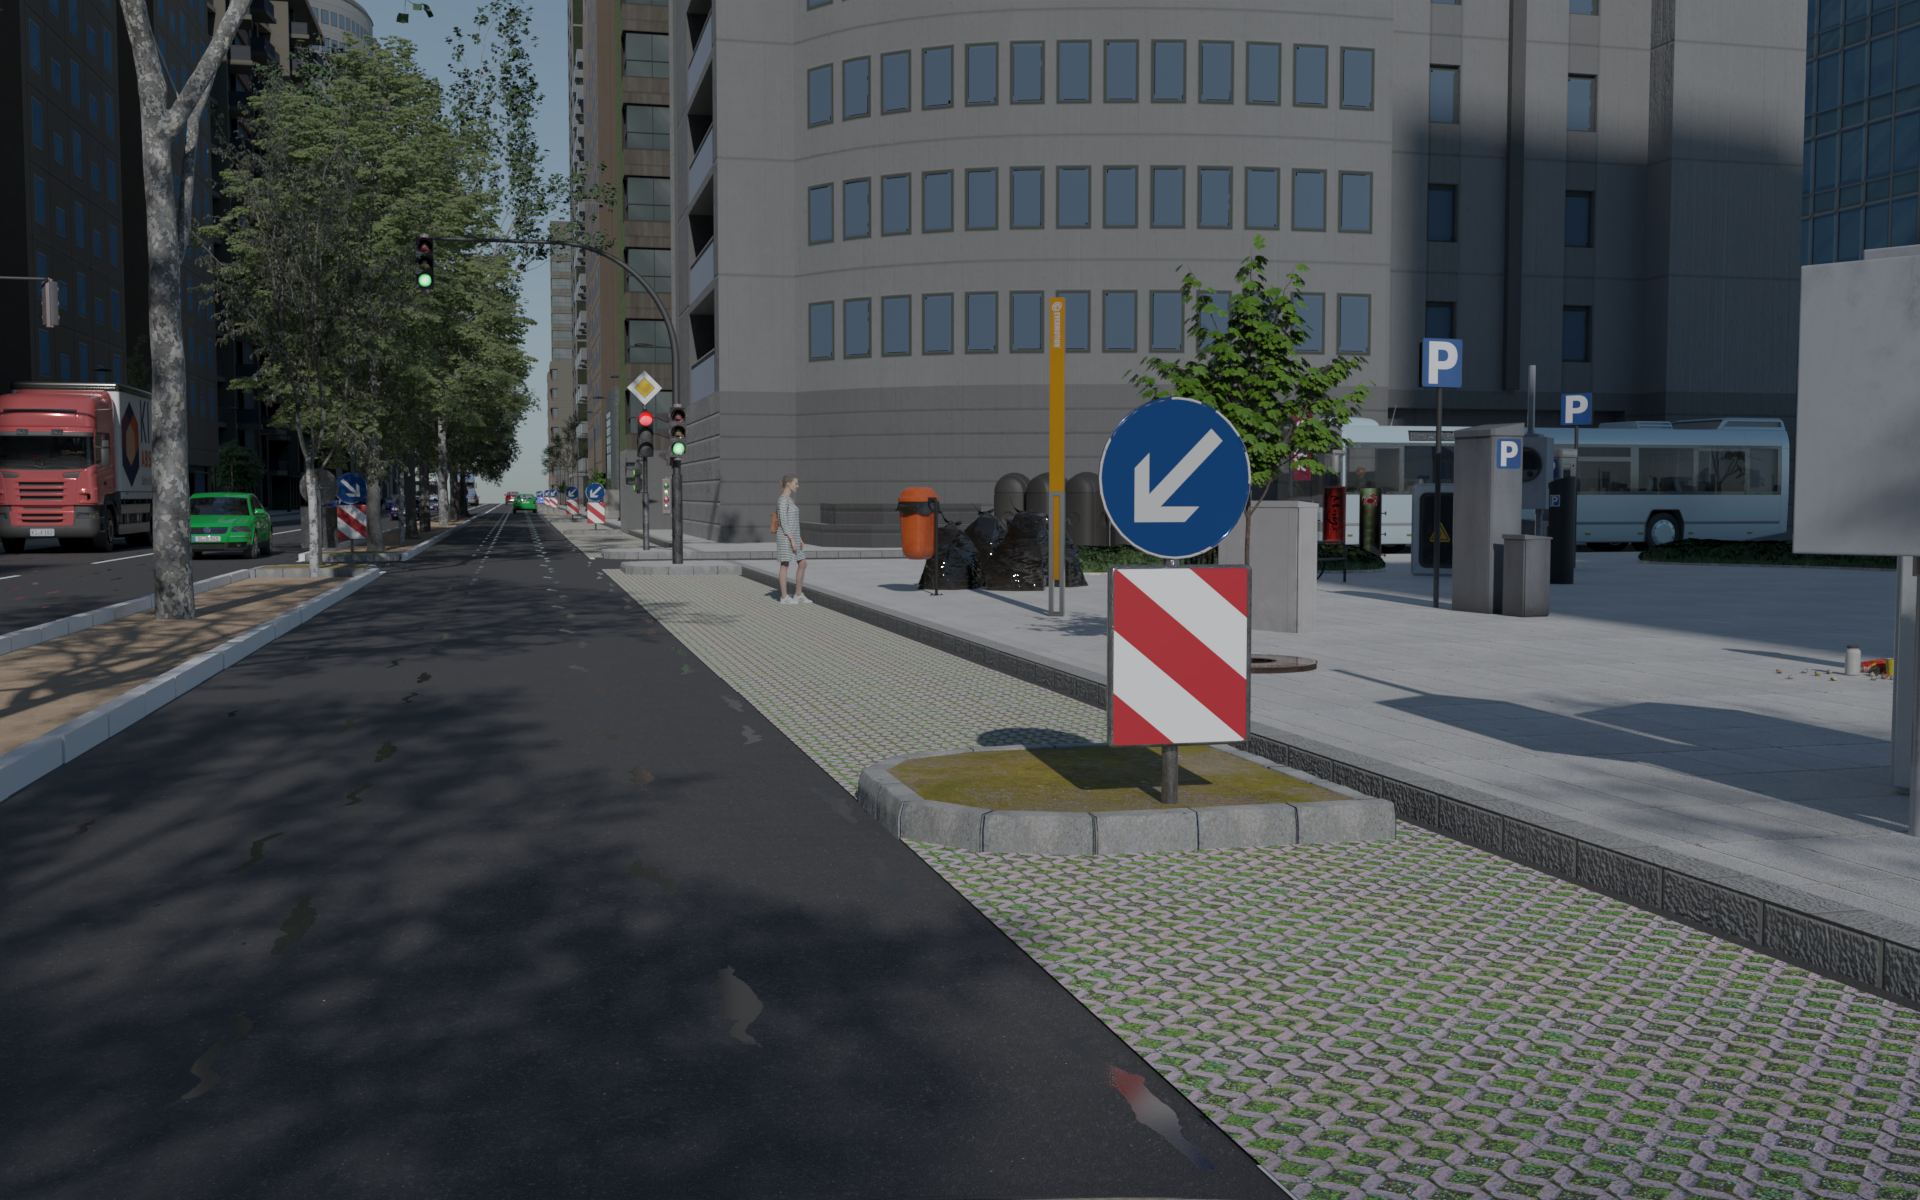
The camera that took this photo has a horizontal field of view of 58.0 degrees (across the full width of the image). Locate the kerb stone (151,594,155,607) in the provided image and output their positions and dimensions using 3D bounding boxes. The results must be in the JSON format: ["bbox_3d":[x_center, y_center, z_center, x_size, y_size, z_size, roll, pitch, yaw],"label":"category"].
[{"bbox_3d":[-10.265,0.008,22.083,0.120,0.150,1.000,-1,4,-14],"label":"kerb stone"}]

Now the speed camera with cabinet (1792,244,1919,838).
[{"bbox_3d":[4.117,-0.780,7.084,2.038,3.252,0.660,-3,5,-42],"label":"speed camera with cabinet"}]

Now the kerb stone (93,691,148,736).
[{"bbox_3d":[-5.190,0.705,10.668,0.120,0.150,1.000,-1,4,-14],"label":"kerb stone"}]

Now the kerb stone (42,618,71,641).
[{"bbox_3d":[-9.003,0.315,17.108,0.120,0.150,1.000,-1,4,-14],"label":"kerb stone"}]

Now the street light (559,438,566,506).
[{"bbox_3d":[-31.987,-10.392,142.452,1.470,5.913,1.316,-1,4,-14],"label":"street light"}]

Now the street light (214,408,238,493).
[{"bbox_3d":[-39.475,-7.371,93.057,1.470,5.913,1.316,-1,4,-14],"label":"street light"}]

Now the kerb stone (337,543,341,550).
[{"bbox_3d":[-15.711,-1.301,43.473,0.120,0.150,1.000,-1,4,-14],"label":"kerb stone"}]

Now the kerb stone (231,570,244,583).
[{"bbox_3d":[-11.782,-0.357,28.040,0.120,0.150,1.000,-1,4,-14],"label":"kerb stone"}]

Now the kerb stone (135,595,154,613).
[{"bbox_3d":[-10.015,0.073,21.085,0.120,0.150,1.000,-1,4,-14],"label":"kerb stone"}]

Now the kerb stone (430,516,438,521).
[{"bbox_3d":[-28.875,-4.458,95.130,0.120,0.150,1.000,-1,4,-14],"label":"kerb stone"}]

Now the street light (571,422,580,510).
[{"bbox_3d":[-24.108,-8.516,111.781,1.470,5.913,1.316,-1,4,-14],"label":"street light"}]

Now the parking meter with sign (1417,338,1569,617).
[{"bbox_3d":[5.698,-1.375,18.738,0.543,3.016,1.738,-1,4,-22],"label":"parking meter with sign"}]

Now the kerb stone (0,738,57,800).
[{"bbox_3d":[-4.694,0.832,8.678,0.120,0.150,1.000,-1,4,-14],"label":"kerb stone"}]

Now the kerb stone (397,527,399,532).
[{"bbox_3d":[-21.025,-2.576,64.334,0.120,0.150,1.000,-1,4,-14],"label":"kerb stone"}]

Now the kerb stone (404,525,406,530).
[{"bbox_3d":[-22.039,-2.821,68.321,0.120,0.150,1.000,-1,4,-14],"label":"kerb stone"}]

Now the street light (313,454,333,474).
[{"bbox_3d":[-50.988,-10.127,138.115,1.470,5.913,1.316,-1,4,-14],"label":"street light"}]

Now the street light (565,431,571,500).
[{"bbox_3d":[-28.182,-9.508,128.001,1.470,5.913,1.316,-1,4,-14],"label":"street light"}]

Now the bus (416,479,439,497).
[{"bbox_3d":[-62.952,-12.899,205.754,2.948,3.499,13.247,-1,4,-13],"label":"bus"}]

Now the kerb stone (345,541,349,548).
[{"bbox_3d":[-16.217,-1.422,45.456,0.120,0.150,1.000,-1,4,-14],"label":"kerb stone"}]

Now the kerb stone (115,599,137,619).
[{"bbox_3d":[-9.748,0.129,20.090,0.120,0.150,1.000,-1,4,-14],"label":"kerb stone"}]

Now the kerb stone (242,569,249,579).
[{"bbox_3d":[-12.037,-0.416,29.031,0.120,0.150,1.000,-1,4,-14],"label":"kerb stone"}]

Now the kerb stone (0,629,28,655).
[{"bbox_3d":[-8.744,0.372,16.106,0.120,0.150,1.000,-1,4,-14],"label":"kerb stone"}]

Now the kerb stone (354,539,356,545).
[{"bbox_3d":[-16.725,-1.544,47.436,0.120,0.150,1.000,-1,4,-14],"label":"kerb stone"}]

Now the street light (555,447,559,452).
[{"bbox_3d":[-35.763,-11.316,157.557,1.470,5.913,1.316,-1,4,-14],"label":"street light"}]

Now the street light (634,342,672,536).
[{"bbox_3d":[-9.288,-4.940,53.315,1.470,5.913,1.316,-1,4,-14],"label":"street light"}]

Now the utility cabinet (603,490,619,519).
[{"bbox_3d":[-18.008,-4.952,89.643,0.318,1.500,1.173,1,4,22],"label":"utility cabinet"}]

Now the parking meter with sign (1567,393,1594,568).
[{"bbox_3d":[10.119,-2.030,29.450,0.543,3.016,1.738,3,5,43],"label":"parking meter with sign"}]

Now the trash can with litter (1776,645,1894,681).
[{"bbox_3d":[6.854,-0.034,11.620,1.678,1.210,2.233,-2,4,-27],"label":"trash can with litter"}]

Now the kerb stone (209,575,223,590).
[{"bbox_3d":[-11.276,-0.236,26.055,0.120,0.150,1.000,-1,4,-14],"label":"kerb stone"}]

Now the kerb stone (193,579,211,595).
[{"bbox_3d":[-11.025,-0.174,25.064,0.120,0.150,1.000,-1,4,-14],"label":"kerb stone"}]

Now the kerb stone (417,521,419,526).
[{"bbox_3d":[-25.585,-3.670,82.226,0.120,0.150,1.000,-1,4,-14],"label":"kerb stone"}]

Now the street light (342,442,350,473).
[{"bbox_3d":[-54.721,-11.016,152.657,1.470,5.913,1.316,-1,4,-14],"label":"street light"}]

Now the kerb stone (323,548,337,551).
[{"bbox_3d":[-15.462,-1.237,42.481,0.120,0.150,1.000,-1,4,-14],"label":"kerb stone"}]

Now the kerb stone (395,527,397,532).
[{"bbox_3d":[-20.772,-2.506,63.341,0.120,0.150,1.000,-1,4,-14],"label":"kerb stone"}]

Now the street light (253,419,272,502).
[{"bbox_3d":[-43.662,-8.355,109.141,1.470,5.913,1.316,-1,4,-14],"label":"street light"}]

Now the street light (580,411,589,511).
[{"bbox_3d":[-20.352,-7.612,96.994,1.470,5.913,1.316,-1,4,-14],"label":"street light"}]

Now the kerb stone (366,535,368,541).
[{"bbox_3d":[-17.737,-1.781,51.413,0.120,0.150,1.000,-1,4,-14],"label":"kerb stone"}]

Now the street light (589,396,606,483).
[{"bbox_3d":[-16.748,-6.725,82.492,1.470,5.913,1.316,-1,4,-14],"label":"street light"}]

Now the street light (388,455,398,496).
[{"bbox_3d":[-71.666,-15.092,219.290,1.470,5.913,1.316,-1,4,-14],"label":"street light"}]

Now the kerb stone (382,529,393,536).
[{"bbox_3d":[-20.268,-2.393,61.352,0.120,0.150,1.000,-1,4,-14],"label":"kerb stone"}]

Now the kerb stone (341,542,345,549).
[{"bbox_3d":[-15.964,-1.358,44.463,0.120,0.150,1.000,-1,4,-14],"label":"kerb stone"}]

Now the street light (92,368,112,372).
[{"bbox_3d":[-32.022,-5.594,63.995,1.470,5.913,1.316,-1,4,-14],"label":"street light"}]

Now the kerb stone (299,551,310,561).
[{"bbox_3d":[-14.197,-0.935,37.516,0.120,0.150,1.000,-1,4,-14],"label":"kerb stone"}]

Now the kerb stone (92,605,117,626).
[{"bbox_3d":[-9.501,0.189,19.098,0.120,0.150,1.000,-1,4,-14],"label":"kerb stone"}]

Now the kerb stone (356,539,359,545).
[{"bbox_3d":[-16.976,-1.603,48.427,0.120,0.150,1.000,-1,4,-14],"label":"kerb stone"}]

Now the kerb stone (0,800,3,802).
[{"bbox_3d":[-4.435,0.887,7.687,0.120,0.150,1.000,-1,4,-14],"label":"kerb stone"}]

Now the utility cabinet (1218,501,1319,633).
[{"bbox_3d":[2.906,-0.320,16.396,0.306,1.237,1.020,-3,4,-38],"label":"utility cabinet"}]

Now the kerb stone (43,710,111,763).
[{"bbox_3d":[-4.940,0.766,9.676,0.120,0.150,1.000,-1,4,-14],"label":"kerb stone"}]

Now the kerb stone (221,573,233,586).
[{"bbox_3d":[-11.537,-0.297,27.044,0.120,0.150,1.000,-1,4,-14],"label":"kerb stone"}]

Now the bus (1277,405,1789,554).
[{"bbox_3d":[13.234,-2.830,41.130,13.247,3.499,2.948,-1,4,-16],"label":"bus"}]

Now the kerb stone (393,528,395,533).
[{"bbox_3d":[-20.519,-2.455,62.344,0.120,0.150,1.000,-1,4,-14],"label":"kerb stone"}]

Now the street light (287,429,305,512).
[{"bbox_3d":[-47.379,-9.240,123.614,1.470,5.913,1.316,-1,4,-14],"label":"street light"}]

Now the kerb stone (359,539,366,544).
[{"bbox_3d":[-17.481,-1.723,50.417,0.120,0.150,1.000,-1,4,-14],"label":"kerb stone"}]

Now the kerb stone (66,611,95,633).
[{"bbox_3d":[-9.251,0.251,18.099,0.120,0.150,1.000,-1,4,-14],"label":"kerb stone"}]

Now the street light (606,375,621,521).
[{"bbox_3d":[-12.943,-5.826,67.804,1.470,5.913,1.316,-1,4,-14],"label":"street light"}]

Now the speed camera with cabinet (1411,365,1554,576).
[{"bbox_3d":[8.103,-1.991,26.892,2.038,3.252,0.660,2,4,29],"label":"speed camera with cabinet"}]
